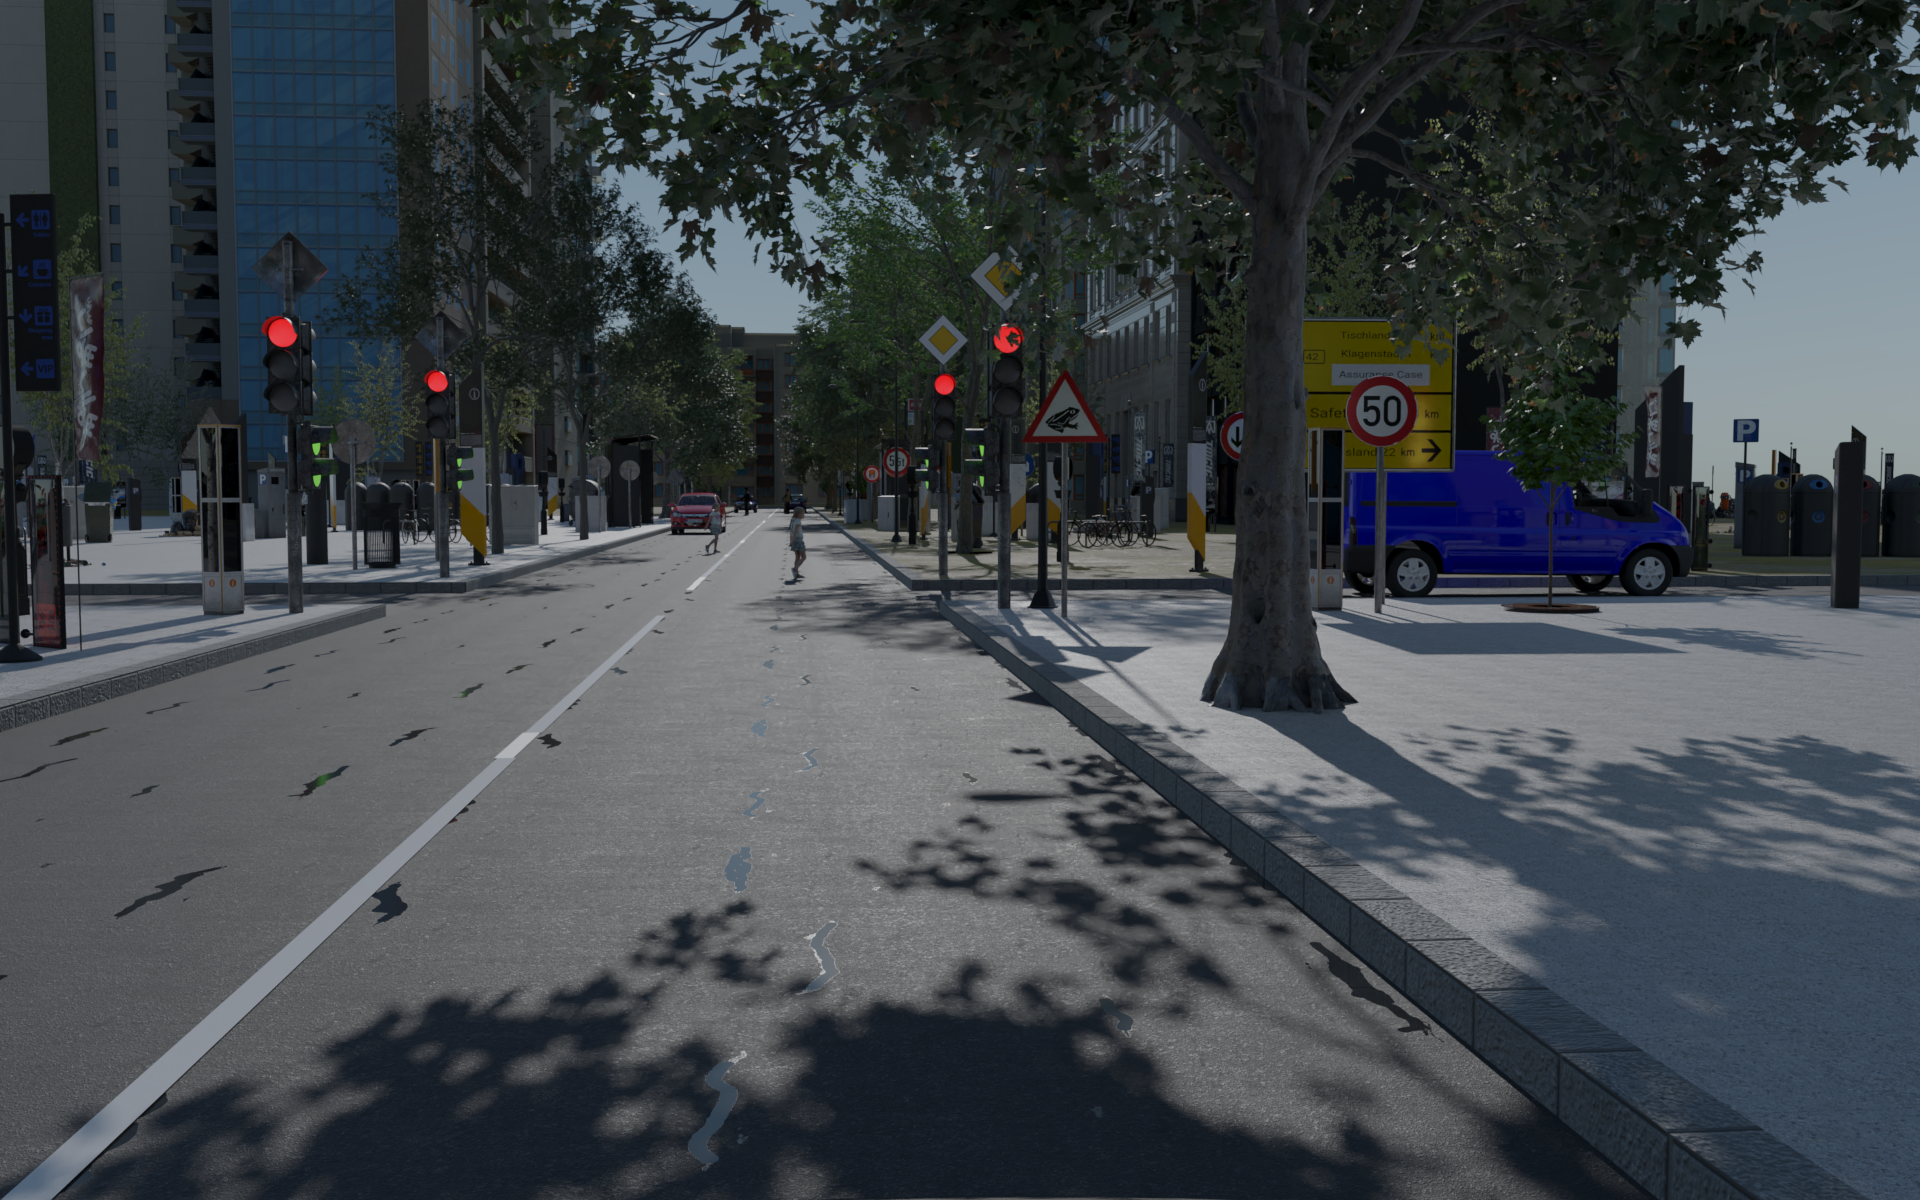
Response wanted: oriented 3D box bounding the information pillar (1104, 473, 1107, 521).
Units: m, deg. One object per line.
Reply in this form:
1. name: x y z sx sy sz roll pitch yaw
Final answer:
1. information pillar: 6.764 -5.595 82.826 0.504 3.616 0.183 0 4 -2

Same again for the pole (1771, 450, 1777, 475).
1. pole: 37.400 -5.247 79.633 0.158 3.312 0.155 0 3 0

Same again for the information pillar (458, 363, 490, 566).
1. information pillar: -8.723 -2.427 31.043 0.504 3.616 0.183 1 4 16

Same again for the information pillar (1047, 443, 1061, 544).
1. information pillar: 2.380 -3.272 44.856 0.504 3.616 0.183 -1 4 -13

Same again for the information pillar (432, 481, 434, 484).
1. information pillar: -29.006 -5.591 95.899 0.304 2.012 0.304 3 5 39

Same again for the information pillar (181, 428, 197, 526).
1. information pillar: -27.295 -4.281 61.349 0.504 3.616 0.183 0 4 -2

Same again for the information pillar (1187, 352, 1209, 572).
1. information pillar: 3.893 -2.266 28.403 0.183 3.616 0.504 3 4 37

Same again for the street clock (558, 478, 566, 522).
1. street clock: -17.984 -4.505 78.229 0.358 2.002 0.471 -1 4 -21

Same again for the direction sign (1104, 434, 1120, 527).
1. direction sign: 5.628 -4.492 65.444 0.876 3.537 0.379 -1 4 -16

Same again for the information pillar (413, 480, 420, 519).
1. information pillar: -28.013 -5.189 89.331 0.304 2.012 0.304 -1 4 -10

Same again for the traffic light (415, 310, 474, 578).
1. traffic light: -7.909 -2.300 26.528 0.839 4.253 0.868 0 4 -5

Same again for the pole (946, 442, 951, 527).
1. pole: -0.444 -4.549 68.227 0.158 3.312 0.155 0 3 0

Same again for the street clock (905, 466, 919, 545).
1. street clock: -1.212 -2.416 44.066 0.358 2.002 0.471 0 4 4

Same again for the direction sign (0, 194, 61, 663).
1. direction sign: -7.262 -1.297 13.200 0.876 3.537 0.379 0 4 6

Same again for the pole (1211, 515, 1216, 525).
1. pole: 10.678 -4.840 72.975 0.158 3.312 0.155 0 3 0

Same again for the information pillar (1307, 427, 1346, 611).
1. information pillar: 4.031 -0.893 19.099 0.304 2.012 0.304 -1 4 -14

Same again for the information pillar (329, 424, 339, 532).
1. information pillar: -21.010 -4.077 58.020 0.183 3.616 0.504 -2 4 -32

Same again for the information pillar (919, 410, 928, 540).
1. information pillar: -1.000 -3.497 48.526 0.183 3.616 0.504 1 4 13

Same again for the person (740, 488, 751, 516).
1. person: -14.289 -6.579 115.698 0.705 1.869 1.348 -3 4 -36

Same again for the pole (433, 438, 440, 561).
1. pole: -9.983 -2.405 33.172 0.158 3.312 0.155 0 3 0

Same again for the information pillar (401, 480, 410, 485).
1. information pillar: -28.897 -5.247 90.282 0.304 2.012 0.304 2 4 25

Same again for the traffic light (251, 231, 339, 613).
1. traffic light: -7.148 -1.814 18.579 0.839 4.253 0.868 0 4 -5

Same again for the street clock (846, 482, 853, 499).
1. street clock: -6.057 -5.552 95.343 0.358 2.002 0.471 -3 5 -39

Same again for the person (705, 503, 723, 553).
1. person: -6.001 -1.763 42.342 0.382 1.210 0.505 2 4 23

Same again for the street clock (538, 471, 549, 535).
1. street clock: -13.058 -3.043 54.320 0.358 2.002 0.471 -2 4 -25

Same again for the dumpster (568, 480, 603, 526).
1. dumpster: -15.254 -3.956 70.439 1.264 1.857 1.865 0 4 -6

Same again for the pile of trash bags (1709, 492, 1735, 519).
1. pile of trash bags: 40.429 -5.035 92.079 1.912 1.369 3.447 1 4 14

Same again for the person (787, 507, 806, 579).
1. person: -2.826 -0.977 29.490 0.382 1.210 0.505 -2 4 -29

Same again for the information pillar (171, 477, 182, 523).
1. information pillar: -34.684 -4.416 76.697 0.304 2.012 0.304 3 5 39

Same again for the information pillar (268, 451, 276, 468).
1. information pillar: -37.605 -6.322 94.724 0.504 3.616 0.183 1 4 22

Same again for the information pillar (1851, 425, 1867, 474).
1. information pillar: 30.284 -4.104 58.453 0.504 3.616 0.183 3 5 41

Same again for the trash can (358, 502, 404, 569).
1. trash can: -10.017 -1.122 30.005 0.748 1.137 0.748 0 3 0

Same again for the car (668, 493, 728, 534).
1. car: -9.537 -3.318 63.289 2.155 1.783 4.494 0 4 -4

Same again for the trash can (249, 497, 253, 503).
1. trash can: -33.115 -4.189 80.145 0.748 1.137 0.748 0 3 0

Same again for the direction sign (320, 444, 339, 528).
1. direction sign: -24.118 -4.538 66.188 0.379 3.537 0.876 2 4 32

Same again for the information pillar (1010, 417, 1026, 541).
1. information pillar: 1.577 -3.447 47.709 0.504 3.616 0.183 -2 4 -31

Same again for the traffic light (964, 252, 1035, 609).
1. traffic light: 0.477 -1.859 19.322 0.839 4.253 0.868 0 4 -5

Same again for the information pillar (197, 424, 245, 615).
1. information pillar: -7.857 -0.852 18.427 0.304 2.012 0.304 2 4 26

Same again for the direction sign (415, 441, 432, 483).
1. direction sign: -23.144 -5.063 74.780 0.379 3.537 0.876 2 4 30

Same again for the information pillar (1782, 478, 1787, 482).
1. information pillar: 38.303 -4.647 80.475 0.304 2.012 0.304 2 4 28

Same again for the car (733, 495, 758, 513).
1. car: -16.387 -7.334 132.486 1.945 1.354 3.894 0 4 -6

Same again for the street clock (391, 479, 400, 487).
1. street clock: -27.851 -4.954 85.569 0.471 2.002 0.358 -2 4 -29

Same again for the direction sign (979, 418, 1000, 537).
1. direction sign: 1.015 -3.656 51.766 0.876 3.537 0.379 0 4 0

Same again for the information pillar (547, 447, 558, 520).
1. information pillar: -20.172 -5.768 85.654 0.504 3.616 0.183 -1 4 -15

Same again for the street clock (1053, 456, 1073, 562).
1. street clock: 1.956 -1.733 32.911 0.358 2.002 0.471 2 4 26

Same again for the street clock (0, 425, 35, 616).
1. street clock: -9.997 -0.839 18.291 0.471 2.002 0.358 2 4 29

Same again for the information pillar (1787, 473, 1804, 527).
1. information pillar: 29.845 -3.505 61.805 0.304 2.012 0.304 -1 4 -16

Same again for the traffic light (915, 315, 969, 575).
1. traffic light: -0.284 -2.346 27.271 0.839 4.253 0.868 0 4 -5

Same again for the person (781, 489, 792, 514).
1. person: -12.432 -7.090 124.515 0.705 1.812 1.348 2 4 28
